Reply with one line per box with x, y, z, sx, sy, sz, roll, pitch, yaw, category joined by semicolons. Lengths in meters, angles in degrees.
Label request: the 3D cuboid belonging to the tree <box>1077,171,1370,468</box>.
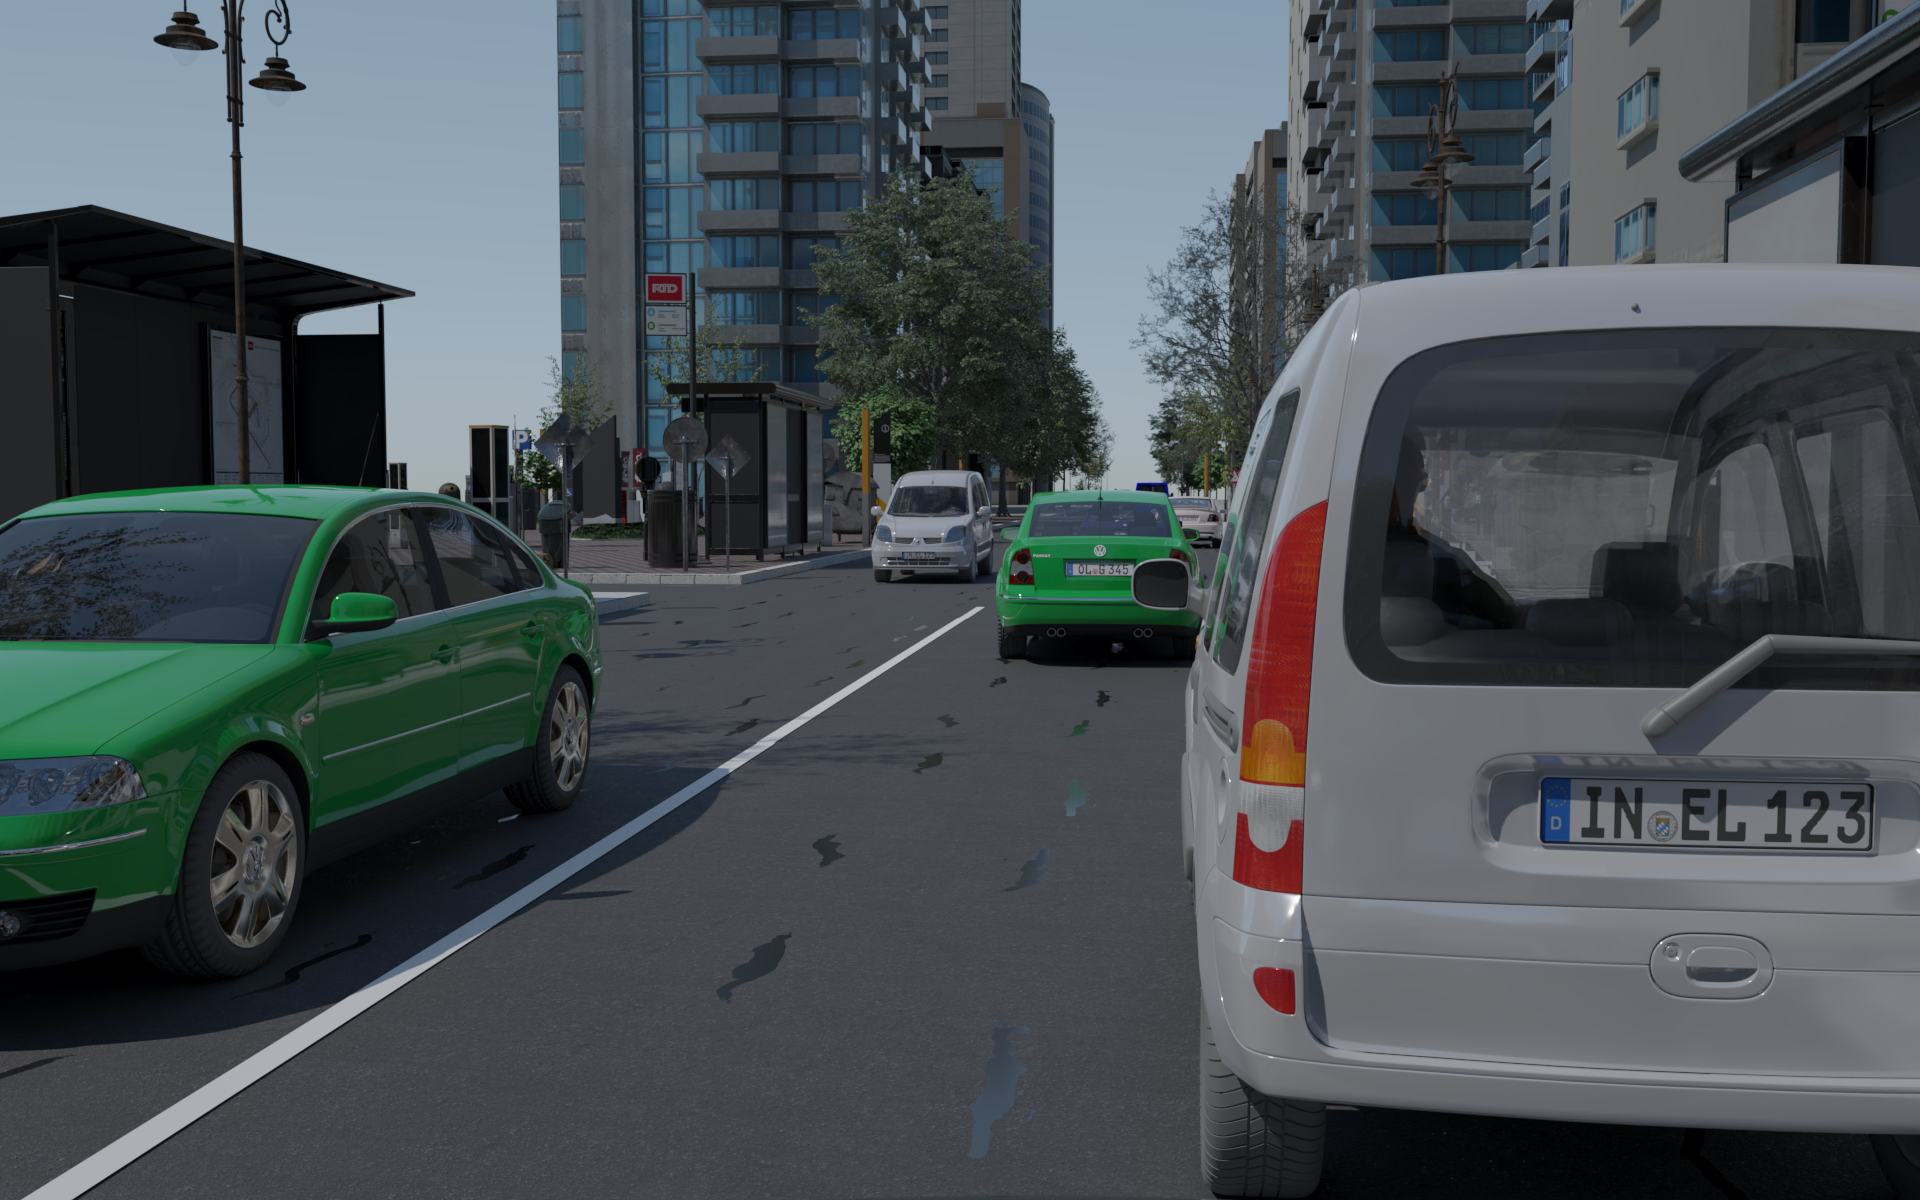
11.450;-9.515;65.934;12.009;13.543;11.850;0;3;0;tree

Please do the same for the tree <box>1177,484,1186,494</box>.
31.291;-15.173;242.681;1.663;3.219;1.824;0;3;0;tree

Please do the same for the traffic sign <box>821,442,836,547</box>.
-3.385;-2.555;41.883;0.768;2.556;0.104;1;4;10;traffic sign

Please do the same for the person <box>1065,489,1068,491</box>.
6.674;-6.003;107.439;1.217;1.735;0.721;-2;4;-29;person

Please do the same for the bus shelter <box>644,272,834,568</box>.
-4.337;-3.448;34.014;2.179;5.291;8.768;0;4;6;bus shelter

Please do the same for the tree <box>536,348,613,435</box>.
-19.630;-8.414;87.929;4.737;8.622;4.395;0;3;0;tree

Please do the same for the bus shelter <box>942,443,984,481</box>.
0.246;-5.195;76.223;1.731;3.624;6.357;0;4;7;bus shelter

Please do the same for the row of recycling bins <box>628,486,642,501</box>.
-13.998;-4.257;76.712;1.069;1.692;3.534;0;4;2;row of recycling bins

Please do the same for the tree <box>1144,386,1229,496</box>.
26.771;-18.191;204.081;9.857;13.997;8.962;0;3;0;tree

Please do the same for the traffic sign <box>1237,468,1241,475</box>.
14.026;-5.300;86.660;0.884;2.594;0.081;1;4;14;traffic sign

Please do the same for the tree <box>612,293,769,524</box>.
-9.294;-6.866;62.628;4.737;8.622;4.395;0;3;0;tree

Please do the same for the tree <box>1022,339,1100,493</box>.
5.299;-12.401;120.878;7.486;12.596;7.792;0;3;0;tree

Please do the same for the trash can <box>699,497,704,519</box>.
-13.811;-4.854;91.018;0.748;1.137;0.748;0;3;0;trash can

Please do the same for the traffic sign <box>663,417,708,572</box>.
-4.533;-1.739;28.536;0.768;2.556;0.104;0;4;8;traffic sign

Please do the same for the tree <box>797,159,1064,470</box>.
-1.003;-9.715;65.497;9.857;13.997;8.962;0;3;0;tree

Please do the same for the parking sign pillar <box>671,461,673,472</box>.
-16.470;-6.818;99.950;1.447;3.967;1.447;-1;4;-14;parking sign pillar

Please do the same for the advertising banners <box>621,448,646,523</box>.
-12.946;-4.265;65.926;2.074;3.025;0.090;0;4;4;advertising banners

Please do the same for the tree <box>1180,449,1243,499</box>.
16.631;-7.884;112.612;4.285;4.588;4.351;0;3;0;tree

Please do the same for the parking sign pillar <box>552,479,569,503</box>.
-15.520;-4.970;69.724;1.447;3.967;1.447;1;4;10;parking sign pillar

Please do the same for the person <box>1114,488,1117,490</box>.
10.397;-6.543;115.607;1.348;1.807;0.705;-1;4;-13;person

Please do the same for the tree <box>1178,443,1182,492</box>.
23.569;-13.152;165.396;4.360;8.622;3.978;0;3;0;tree

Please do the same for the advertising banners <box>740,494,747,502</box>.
-10.010;-5.330;83.332;0.090;3.025;2.074;-3;4;-39;advertising banners

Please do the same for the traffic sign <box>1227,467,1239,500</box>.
12.721;-4.941;80.790;0.884;2.594;0.081;1;4;9;traffic sign

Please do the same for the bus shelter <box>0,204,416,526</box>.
-7.532;-1.589;17.267;1.731;3.624;6.357;0;4;7;bus shelter

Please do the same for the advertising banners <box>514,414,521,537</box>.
-9.994;-2.621;39.045;0.090;3.025;2.074;-1;4;-12;advertising banners

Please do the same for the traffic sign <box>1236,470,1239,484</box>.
14.998;-5.680;92.979;0.768;2.556;0.104;0;4;8;traffic sign

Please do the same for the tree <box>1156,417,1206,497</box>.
29.107;-18.459;227.552;9.928;11.665;9.643;0;3;0;tree

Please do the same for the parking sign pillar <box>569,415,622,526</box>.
-12.279;-4.339;59.415;1.447;3.967;1.447;1;4;22;parking sign pillar

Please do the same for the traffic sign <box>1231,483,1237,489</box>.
15.451;-5.934;97.127;0.768;2.556;0.104;0;4;7;traffic sign

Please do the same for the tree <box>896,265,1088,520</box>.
1.181;-10.289;85.225;9.611;12.733;9.660;0;3;0;tree

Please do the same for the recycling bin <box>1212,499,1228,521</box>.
12.251;-4.215;81.477;0.722;1.027;0.722;2;4;32;recycling bin

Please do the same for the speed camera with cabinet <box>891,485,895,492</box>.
-2.287;-4.905;74.531;0.660;3.252;2.038;3;5;45;speed camera with cabinet

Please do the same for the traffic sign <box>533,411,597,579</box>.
-4.803;-1.066;21.076;0.795;2.450;0.064;0;4;7;traffic sign

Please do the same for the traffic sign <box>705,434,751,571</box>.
-3.892;-1.551;29.009;0.795;2.450;0.064;0;4;7;traffic sign

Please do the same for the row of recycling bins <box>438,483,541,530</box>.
-16.956;-3.365;62.123;3.534;1.692;1.069;0;4;1;row of recycling bins

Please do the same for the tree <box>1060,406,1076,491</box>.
9.517;-15.251;159.717;12.009;13.543;11.850;0;3;0;tree

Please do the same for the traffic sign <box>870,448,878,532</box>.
-2.324;-2.924;47.915;0.768;2.556;0.104;1;4;12;traffic sign

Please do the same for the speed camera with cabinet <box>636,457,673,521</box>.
-12.407;-4.728;71.643;0.660;3.252;2.038;3;5;41;speed camera with cabinet

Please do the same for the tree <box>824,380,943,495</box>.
-2.124;-4.061;50.113;4.285;4.588;4.351;0;3;0;tree

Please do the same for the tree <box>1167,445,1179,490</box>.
24.644;-14.384;185.547;4.360;8.622;3.978;0;3;0;tree

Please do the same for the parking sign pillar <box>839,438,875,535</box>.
-3.188;-4.081;55.194;1.447;3.967;1.447;1;4;12;parking sign pillar

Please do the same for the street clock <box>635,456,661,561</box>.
-5.994;-1.757;33.296;0.471;2.002;0.358;-1;4;-20;street clock

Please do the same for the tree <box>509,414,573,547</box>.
-10.043;-2.912;42.207;1.663;3.219;1.824;0;3;0;tree

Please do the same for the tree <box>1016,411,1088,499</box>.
4.710;-9.767;110.050;4.737;8.622;4.395;0;3;0;tree

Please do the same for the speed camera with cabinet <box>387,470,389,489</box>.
-20.709;-4.062;60.754;0.660;3.252;2.038;1;4;9;speed camera with cabinet

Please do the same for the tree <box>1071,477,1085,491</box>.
13.361;-12.021;191.142;1.663;3.219;1.824;0;3;0;tree

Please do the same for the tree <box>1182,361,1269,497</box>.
14.465;-8.533;89.882;4.360;8.622;3.978;0;3;0;tree

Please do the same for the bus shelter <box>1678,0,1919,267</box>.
5.232;-1.906;8.797;2.179;5.291;8.768;0;4;7;bus shelter

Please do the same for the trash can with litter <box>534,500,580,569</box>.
-6.999;-1.122;29.724;0.624;1.170;1.055;1;4;11;trash can with litter

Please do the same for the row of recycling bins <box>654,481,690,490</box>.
-9.509;-3.055;57.057;1.069;1.692;3.534;0;4;-3;row of recycling bins

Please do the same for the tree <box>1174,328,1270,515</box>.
11.522;-7.641;75.288;4.737;8.622;4.395;0;3;0;tree

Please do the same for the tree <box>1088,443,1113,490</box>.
14.612;-15.212;199.072;4.737;8.622;4.395;0;3;0;tree

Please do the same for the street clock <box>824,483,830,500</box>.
-8.131;-6.151;105.133;0.471;2.002;0.358;0;4;-1;street clock

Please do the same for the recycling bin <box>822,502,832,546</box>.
-3.637;-1.843;42.694;0.722;1.027;0.722;3;4;37;recycling bin
